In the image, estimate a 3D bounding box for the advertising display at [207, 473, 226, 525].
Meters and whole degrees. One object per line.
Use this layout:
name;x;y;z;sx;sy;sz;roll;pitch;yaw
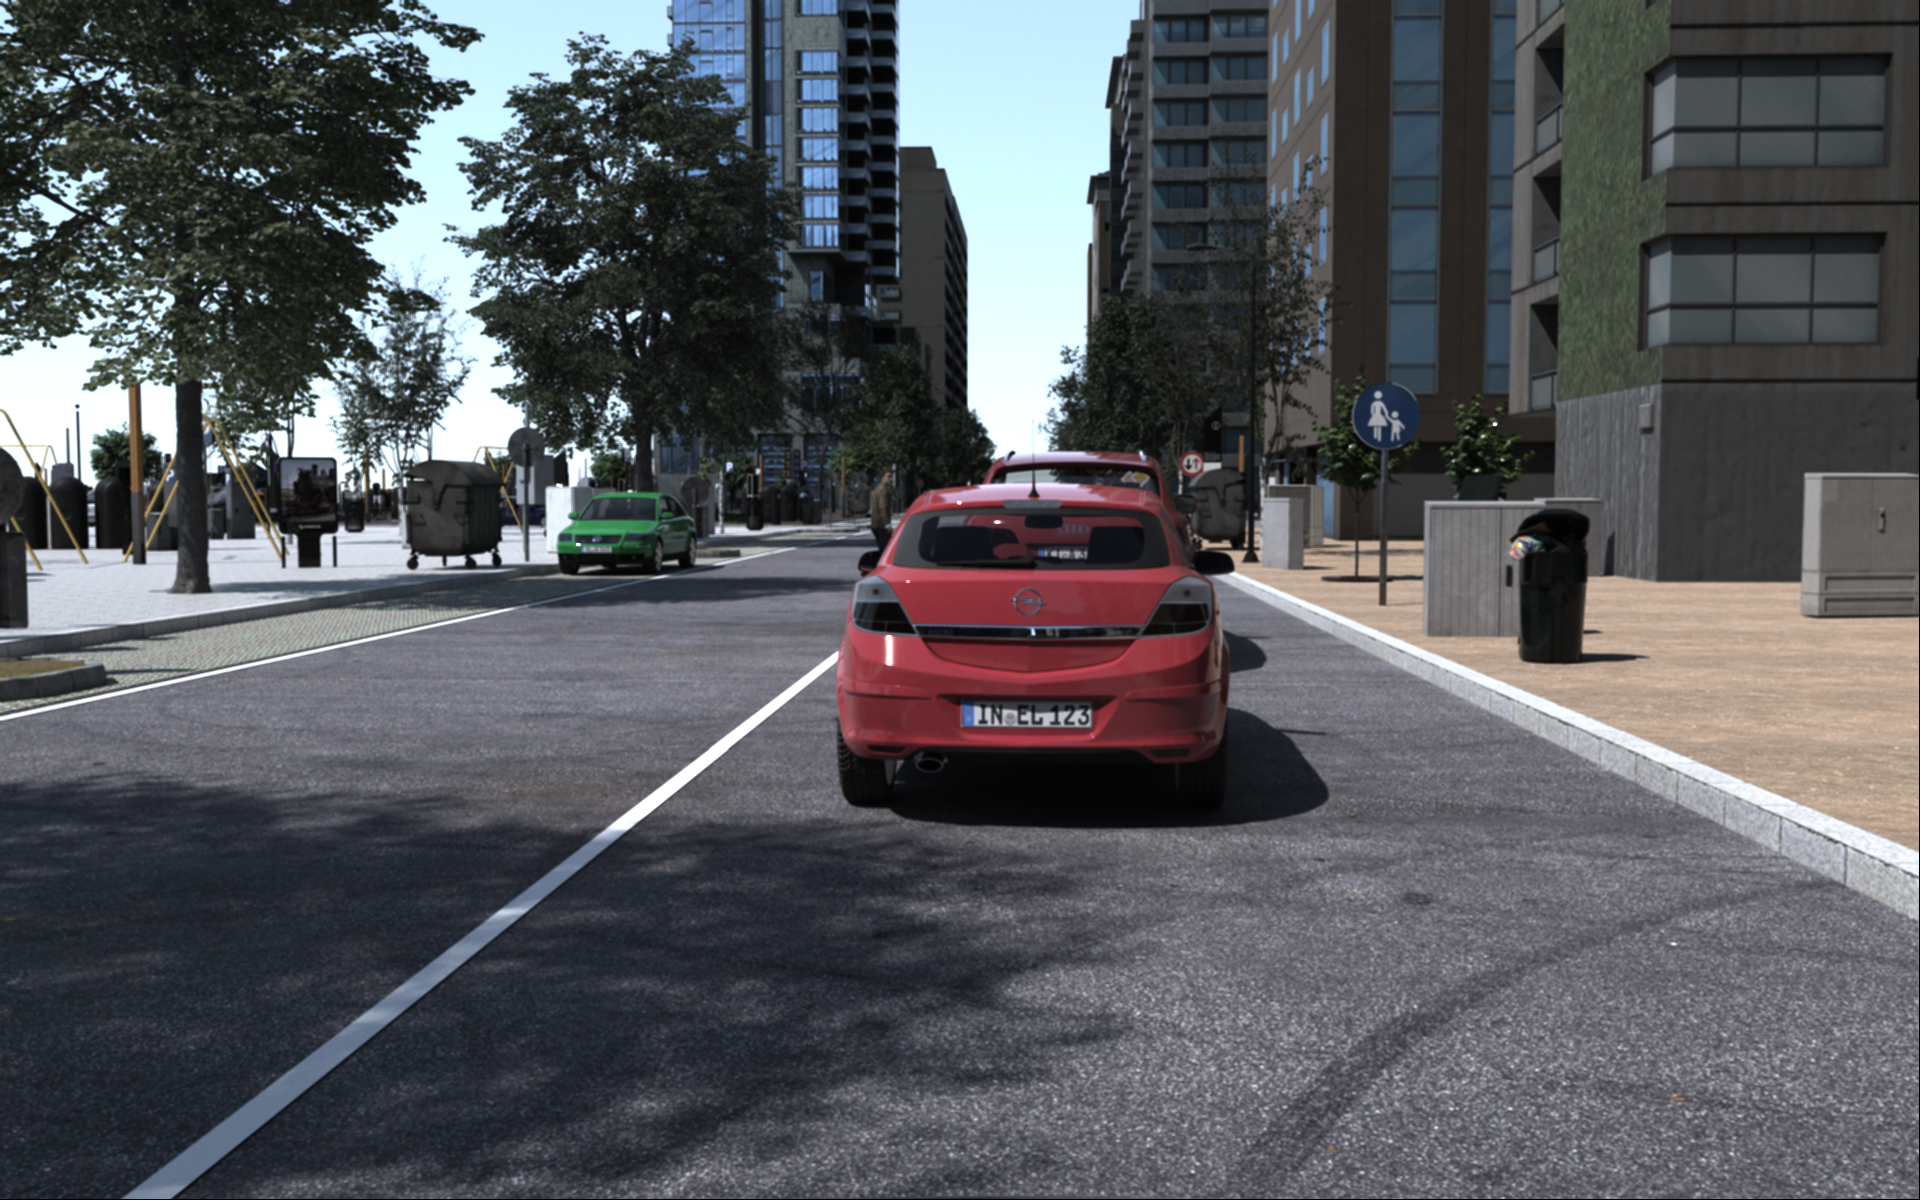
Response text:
advertising display;-22.705;-2.918;52.930;0.123;1.923;0.974;3;5;43

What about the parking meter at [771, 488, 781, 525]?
parking meter;-7.639;-3.885;71.928;0.372;1.533;0.369;0;3;0

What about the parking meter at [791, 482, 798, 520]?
parking meter;-8.162;-4.874;85.397;0.255;1.863;0.399;-2;4;-25

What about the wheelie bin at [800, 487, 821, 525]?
wheelie bin;-6.301;-3.955;72.568;0.693;1.594;0.980;2;4;25

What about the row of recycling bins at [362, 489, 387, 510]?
row of recycling bins;-43.865;-7.639;132.017;1.069;1.692;3.534;2;4;26

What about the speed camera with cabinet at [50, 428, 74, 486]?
speed camera with cabinet;-27.084;-3.541;52.236;0.660;3.252;2.038;-2;4;-27

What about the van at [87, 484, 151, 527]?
van;-34.556;-3.871;70.309;4.112;2.044;2.013;0;4;2

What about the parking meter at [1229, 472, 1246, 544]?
parking meter;7.179;-2.391;44.807;0.399;1.863;0.255;-2;4;-30

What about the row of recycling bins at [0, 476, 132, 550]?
row of recycling bins;-21.215;-2.036;40.398;3.534;1.692;1.069;-1;4;-15

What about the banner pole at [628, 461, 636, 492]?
banner pole;-24.606;-8.544;129.710;0.863;3.779;0.401;-1;4;-13

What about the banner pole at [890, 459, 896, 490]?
banner pole;-4.719;-8.042;121.508;0.401;3.779;0.863;-3;4;-39

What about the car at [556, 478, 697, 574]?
car;-6.128;-1.429;32.166;1.959;1.807;4.718;0;4;4

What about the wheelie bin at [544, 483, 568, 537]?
wheelie bin;-11.992;-2.667;51.513;0.980;1.594;0.693;1;4;10

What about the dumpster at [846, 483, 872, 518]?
dumpster;-5.414;-5.311;92.592;1.264;1.857;1.865;0;4;3

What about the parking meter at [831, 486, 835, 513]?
parking meter;-8.772;-6.960;119.500;0.255;1.863;0.399;-1;4;-16

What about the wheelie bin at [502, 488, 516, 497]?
wheelie bin;-22.832;-4.921;88.359;0.980;1.594;0.693;-1;4;-12

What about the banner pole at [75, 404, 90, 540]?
banner pole;-24.601;-3.571;48.407;0.401;3.779;0.863;-2;4;-24

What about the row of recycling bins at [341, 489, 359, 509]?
row of recycling bins;-51.380;-8.682;149.062;3.534;1.692;1.069;-2;4;-27

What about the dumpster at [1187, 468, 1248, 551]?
dumpster;5.956;-2.095;40.004;1.264;1.857;1.865;0;4;3

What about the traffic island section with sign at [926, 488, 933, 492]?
traffic island section with sign;-2.045;-6.935;122.022;1.989;1.847;2.006;0;4;3

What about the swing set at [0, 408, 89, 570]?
swing set;-17.200;-1.999;30.312;2.862;2.851;3.119;-1;4;-13

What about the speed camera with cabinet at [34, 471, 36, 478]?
speed camera with cabinet;-63.892;-7.629;119.066;0.660;3.252;2.038;-3;4;-39

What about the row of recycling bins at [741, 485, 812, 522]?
row of recycling bins;-8.485;-4.531;81.194;3.534;1.692;1.069;0;4;-6

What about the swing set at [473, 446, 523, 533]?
swing set;-15.240;-3.689;57.937;2.862;2.851;3.119;1;4;11

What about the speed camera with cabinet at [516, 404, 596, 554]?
speed camera with cabinet;-8.822;-2.651;37.675;2.038;3.252;0.660;3;5;40

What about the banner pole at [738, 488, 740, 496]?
banner pole;-17.625;-9.148;139.580;0.863;3.779;0.401;1;4;19

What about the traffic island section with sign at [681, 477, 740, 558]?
traffic island section with sign;-6.069;-1.883;39.409;1.989;1.847;2.006;0;4;3

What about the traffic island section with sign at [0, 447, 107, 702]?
traffic island section with sign;-7.392;-0.236;12.486;1.989;1.847;2.006;0;4;3

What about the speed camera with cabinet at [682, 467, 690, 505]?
speed camera with cabinet;-19.597;-8.104;126.831;0.660;3.252;2.038;2;4;25

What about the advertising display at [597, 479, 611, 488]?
advertising display;-15.588;-4.323;75.896;0.123;1.923;0.974;1;4;19

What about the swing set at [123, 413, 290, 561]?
swing set;-15.081;-2.273;34.788;2.862;2.851;3.119;-1;4;-19

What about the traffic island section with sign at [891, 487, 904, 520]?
traffic island section with sign;-3.365;-5.289;95.099;1.989;1.847;2.006;0;4;3

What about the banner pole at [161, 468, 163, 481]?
banner pole;-67.345;-9.527;145.785;0.863;3.779;0.401;1;4;10

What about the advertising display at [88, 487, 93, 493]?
advertising display;-75.252;-8.812;149.290;0.974;1.923;0.123;-1;4;-13

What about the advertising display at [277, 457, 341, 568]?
advertising display;-11.376;-1.530;30.230;0.974;1.923;0.123;-2;4;-29

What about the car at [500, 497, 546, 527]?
car;-17.515;-3.478;69.448;3.894;1.354;1.945;0;4;2

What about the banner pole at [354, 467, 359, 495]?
banner pole;-49.594;-9.311;142.255;0.863;3.779;0.401;3;5;41

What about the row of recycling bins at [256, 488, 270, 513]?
row of recycling bins;-43.917;-6.276;109.731;3.534;1.692;1.069;2;4;33

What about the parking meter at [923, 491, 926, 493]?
parking meter;-3.011;-8.542;148.066;0.372;1.533;0.369;0;3;0

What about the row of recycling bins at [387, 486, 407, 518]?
row of recycling bins;-30.028;-5.261;93.130;1.069;1.692;3.534;-1;4;-21

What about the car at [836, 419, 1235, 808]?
car;0.449;-0.025;9.451;2.155;1.783;4.494;0;4;4

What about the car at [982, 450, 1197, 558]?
car;1.081;-0.450;16.023;2.281;1.827;5.304;0;4;4

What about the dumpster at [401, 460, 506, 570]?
dumpster;-8.755;-1.481;29.980;1.264;1.857;1.865;0;4;3

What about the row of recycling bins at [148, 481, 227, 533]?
row of recycling bins;-24.948;-3.008;56.298;1.069;1.692;3.534;1;4;17

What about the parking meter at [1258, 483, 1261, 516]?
parking meter;15.649;-5.140;89.745;0.399;1.863;0.255;1;4;16

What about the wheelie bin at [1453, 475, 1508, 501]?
wheelie bin;8.555;-1.255;28.433;0.980;1.594;0.693;3;5;40
